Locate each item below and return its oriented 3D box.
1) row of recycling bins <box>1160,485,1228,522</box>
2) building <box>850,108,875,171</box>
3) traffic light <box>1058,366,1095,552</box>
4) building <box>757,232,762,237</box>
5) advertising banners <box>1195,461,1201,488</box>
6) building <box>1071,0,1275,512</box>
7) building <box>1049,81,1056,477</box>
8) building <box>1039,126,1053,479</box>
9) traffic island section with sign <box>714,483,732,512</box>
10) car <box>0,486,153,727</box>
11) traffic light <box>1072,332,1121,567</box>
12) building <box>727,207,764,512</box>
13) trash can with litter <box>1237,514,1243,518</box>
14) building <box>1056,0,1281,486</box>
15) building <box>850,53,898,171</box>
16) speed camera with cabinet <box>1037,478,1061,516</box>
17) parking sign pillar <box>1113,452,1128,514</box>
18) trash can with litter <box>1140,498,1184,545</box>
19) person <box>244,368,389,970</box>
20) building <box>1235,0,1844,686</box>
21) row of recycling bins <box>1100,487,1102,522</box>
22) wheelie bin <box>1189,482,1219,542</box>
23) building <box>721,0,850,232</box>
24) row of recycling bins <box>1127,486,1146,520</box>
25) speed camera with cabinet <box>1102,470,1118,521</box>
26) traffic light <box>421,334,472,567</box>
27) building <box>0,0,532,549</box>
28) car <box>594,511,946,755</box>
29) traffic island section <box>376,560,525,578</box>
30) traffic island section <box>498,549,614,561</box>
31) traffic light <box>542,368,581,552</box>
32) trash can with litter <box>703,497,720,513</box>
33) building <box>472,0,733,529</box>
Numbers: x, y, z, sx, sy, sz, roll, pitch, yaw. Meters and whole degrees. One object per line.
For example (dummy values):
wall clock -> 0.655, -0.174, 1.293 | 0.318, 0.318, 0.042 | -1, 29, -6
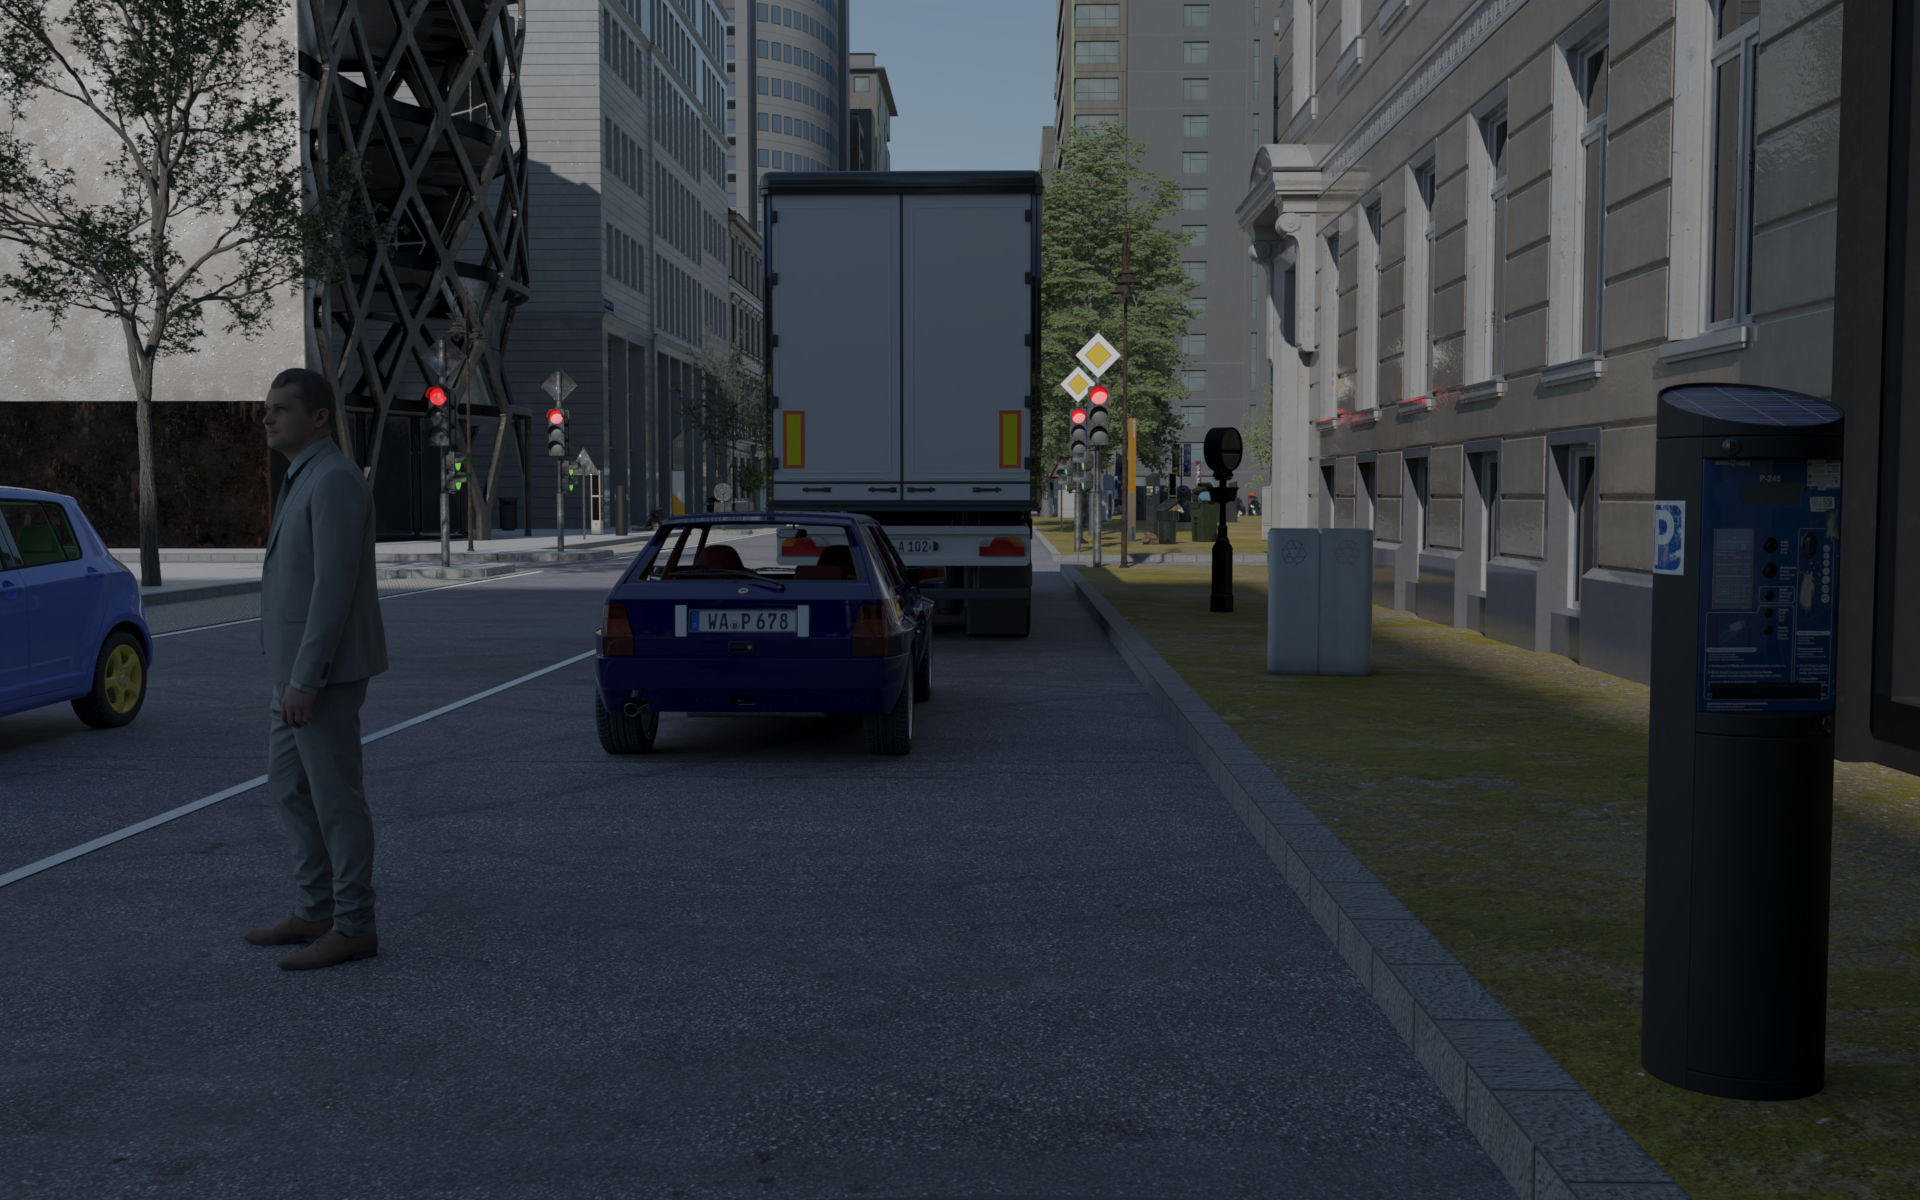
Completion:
row of recycling bins -> 10.618, -4.412, 79.256 | 3.534, 1.692, 1.069 | 0, 4, 4
building -> -16.200, -30.283, 178.718 | 14.154, 41.232, 14.086 | 0, 4, 1
traffic light -> 2.581, -3.015, 38.219 | 0.839, 4.253, 0.868 | 0, 4, 1
building -> -24.828, -17.381, 129.220 | 27.650, 21.520, 28.899 | 0, 4, 1
advertising banners -> 12.934, -5.800, 91.012 | 0.090, 3.025, 2.074 | 3, 5, 43
building -> 15.143, -27.170, 127.823 | 14.154, 41.232, 14.086 | 0, 4, 1
building -> 20.558, -33.740, 171.253 | 23.786, 49.044, 30.456 | 0, 4, 1
building -> 20.728, -36.319, 217.509 | 21.300, 48.544, 21.600 | 0, 4, 1
traffic island section with sign -> -8.376, -3.208, 61.072 | 1.989, 1.847, 2.006 | 0, 4, 1
car -> -6.040, 0.010, 9.422 | 1.945, 1.707, 3.694 | 0, 4, 3
traffic light -> 2.384, -2.527, 30.236 | 0.839, 4.253, 0.868 | 0, 4, 1
building -> -16.832, -14.565, 102.763 | 10.561, 19.102, 19.286 | 0, 4, 1
trash can with litter -> 14.195, -5.044, 93.521 | 2.233, 1.210, 1.678 | 0, 4, 4
building -> 19.006, -31.903, 145.320 | 21.300, 48.544, 21.600 | 0, 4, 1
building -> -22.582, -38.121, 212.523 | 28.713, 52.752, 27.495 | 0, 4, 1
speed camera with cabinet -> 5.241, -6.558, 101.556 | 0.660, 3.252, 2.038 | -2, 4, -26
parking sign pillar -> 10.421, -7.396, 109.392 | 1.447, 3.967, 1.447 | 2, 4, 24
trash can with litter -> 5.132, -2.001, 44.097 | 1.055, 1.170, 0.624 | -2, 4, -35
person -> -1.965, 0.200, 5.325 | 0.391, 1.810, 0.635 | -2, 4, -32
building -> 10.988, -14.166, 17.520 | 13.634, 28.700, 20.117 | 0, 4, 1
row of recycling bins -> 5.902, -4.338, 78.042 | 1.069, 1.692, 3.534 | 0, 4, 5
wheelie bin -> 6.560, -2.355, 46.415 | 0.693, 1.594, 0.980 | -2, 4, -26
building -> -21.663, -37.628, 157.209 | 21.231, 58.520, 28.212 | 0, 4, 1
row of recycling bins -> 8.992, -4.821, 85.943 | 1.069, 1.692, 3.534 | 1, 4, 15
speed camera with cabinet -> 6.993, -5.381, 82.311 | 0.660, 3.252, 2.038 | 1, 4, 19
traffic light -> -9.075, -2.543, 30.502 | 0.839, 4.253, 0.868 | 0, 4, 1
building -> -21.065, -11.071, 48.455 | 16.820, 18.784, 16.811 | 0, 4, 1
car -> -1.080, 0.105, 10.871 | 1.945, 1.354, 3.894 | 0, 4, 2
traffic island section -> -9.114, -0.511, 30.637 | 2.009, 0.180, 2.903 | 0, 4, 1
traffic island section -> -8.917, -0.999, 38.620 | 2.009, 0.180, 2.903 | 0, 4, 1
traffic light -> -8.878, -3.031, 38.484 | 0.839, 4.253, 0.868 | 0, 4, 1
trash can with litter -> -10.087, -3.676, 71.486 | 0.624, 1.170, 1.055 | 1, 4, 22
building -> -18.088, -18.359, 77.668 | 11.434, 29.767, 29.804 | 0, 4, 1
